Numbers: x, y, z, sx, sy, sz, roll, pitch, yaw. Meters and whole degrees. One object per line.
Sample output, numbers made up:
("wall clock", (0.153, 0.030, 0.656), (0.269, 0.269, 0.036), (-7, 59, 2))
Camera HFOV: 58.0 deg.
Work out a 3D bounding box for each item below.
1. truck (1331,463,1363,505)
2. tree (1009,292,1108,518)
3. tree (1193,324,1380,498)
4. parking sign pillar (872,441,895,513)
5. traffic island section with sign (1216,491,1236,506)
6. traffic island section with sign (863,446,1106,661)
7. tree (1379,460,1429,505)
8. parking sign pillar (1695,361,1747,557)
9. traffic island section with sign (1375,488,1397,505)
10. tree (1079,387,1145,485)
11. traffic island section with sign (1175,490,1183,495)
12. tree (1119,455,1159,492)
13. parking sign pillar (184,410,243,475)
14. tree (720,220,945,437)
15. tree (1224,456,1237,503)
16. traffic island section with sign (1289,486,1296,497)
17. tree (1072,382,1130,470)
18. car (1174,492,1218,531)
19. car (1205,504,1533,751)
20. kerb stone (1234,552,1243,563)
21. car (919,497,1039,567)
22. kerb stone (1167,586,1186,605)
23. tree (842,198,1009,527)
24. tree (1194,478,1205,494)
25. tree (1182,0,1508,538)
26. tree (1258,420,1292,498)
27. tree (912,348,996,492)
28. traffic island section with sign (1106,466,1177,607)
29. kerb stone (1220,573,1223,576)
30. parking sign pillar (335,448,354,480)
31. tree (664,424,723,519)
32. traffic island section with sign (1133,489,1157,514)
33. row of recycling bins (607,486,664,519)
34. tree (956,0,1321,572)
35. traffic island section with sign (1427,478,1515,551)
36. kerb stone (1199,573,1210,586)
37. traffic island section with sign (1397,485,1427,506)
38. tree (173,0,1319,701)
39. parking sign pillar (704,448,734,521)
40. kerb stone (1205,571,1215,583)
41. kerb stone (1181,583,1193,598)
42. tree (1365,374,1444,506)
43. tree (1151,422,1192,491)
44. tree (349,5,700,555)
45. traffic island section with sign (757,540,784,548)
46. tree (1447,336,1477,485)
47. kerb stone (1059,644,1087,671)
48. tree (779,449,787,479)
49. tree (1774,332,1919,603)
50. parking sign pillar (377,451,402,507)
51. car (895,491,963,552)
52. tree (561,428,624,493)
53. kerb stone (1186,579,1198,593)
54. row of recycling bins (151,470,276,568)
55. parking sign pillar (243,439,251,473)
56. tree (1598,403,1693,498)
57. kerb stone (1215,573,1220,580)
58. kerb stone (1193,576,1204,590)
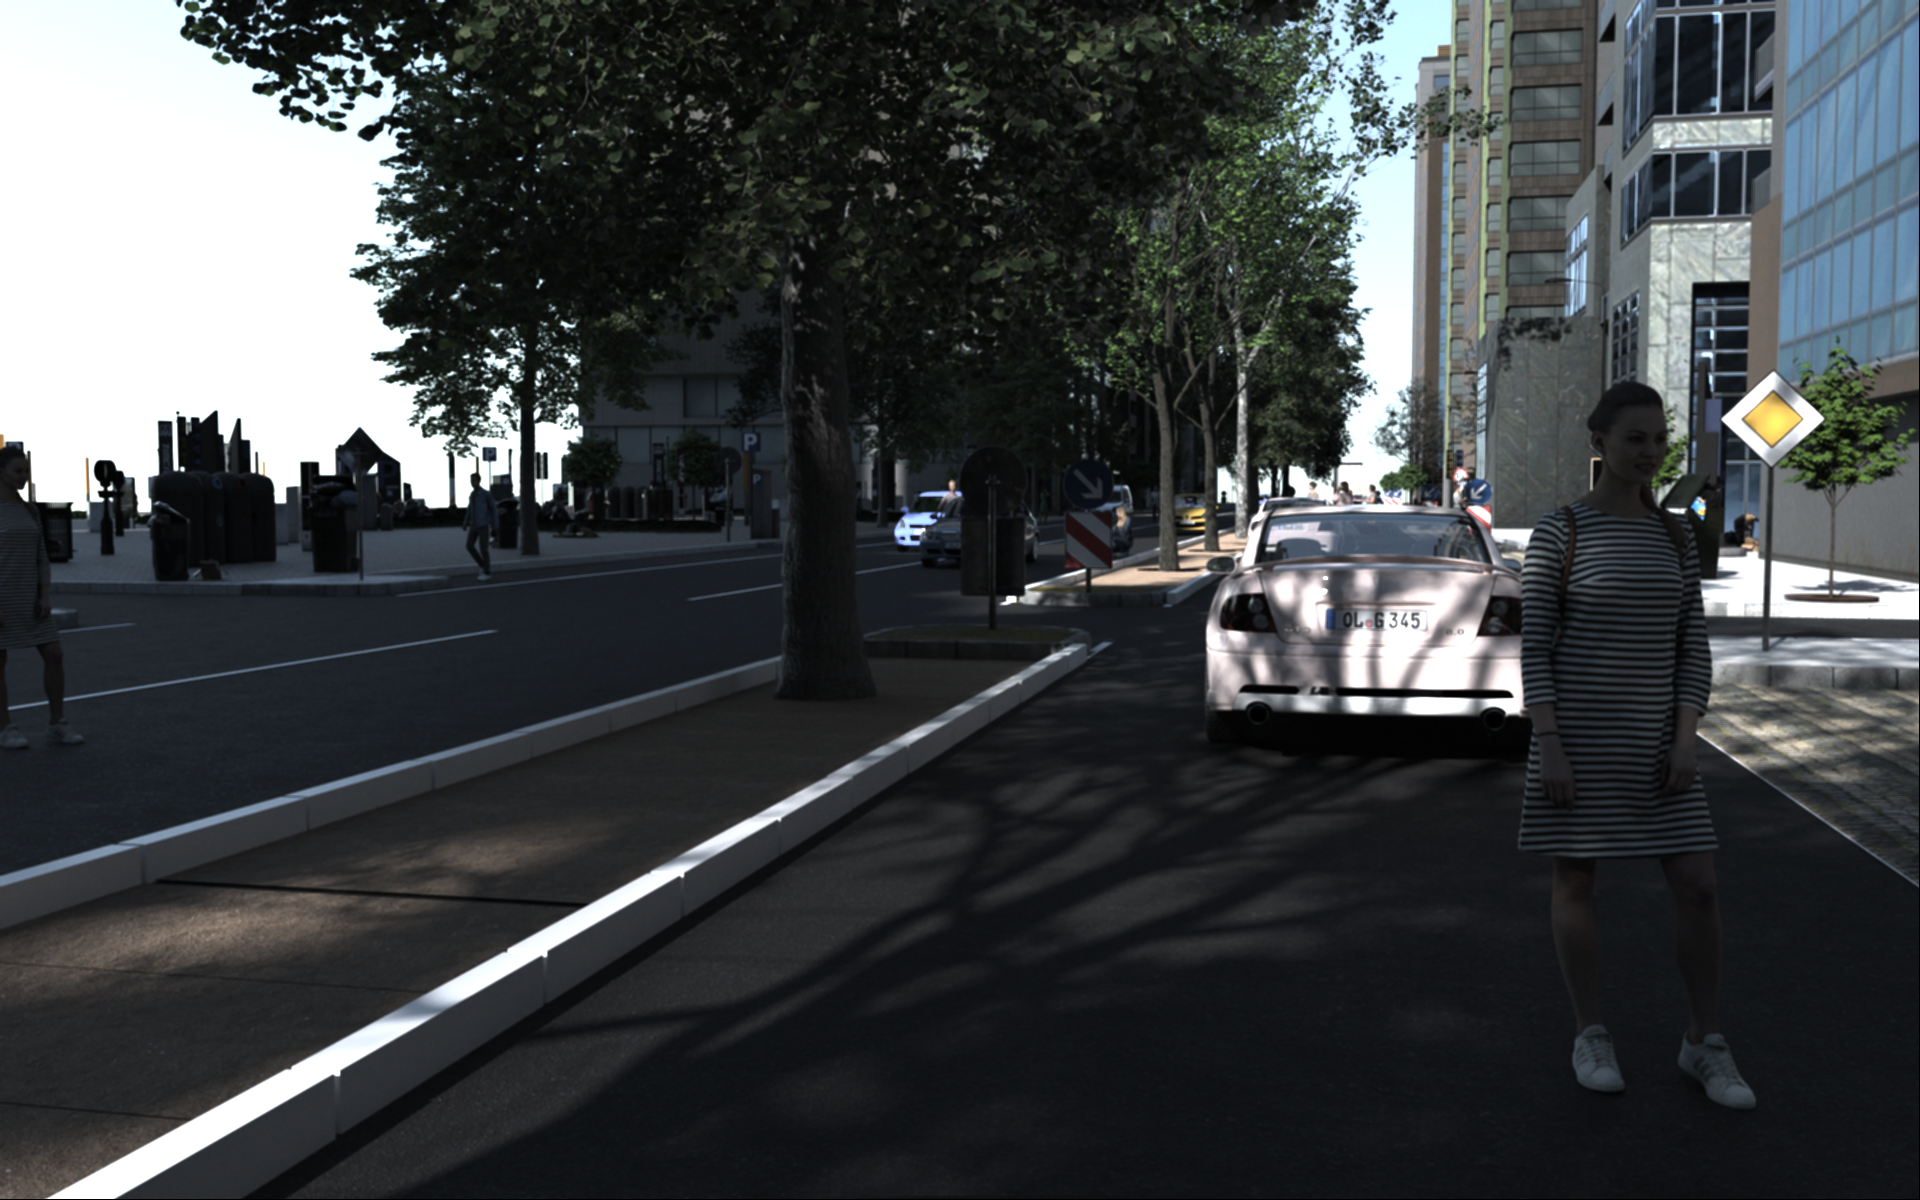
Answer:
("truck", (35.692, -10.435, 159.531), (2.839, 4.237, 11.283), (1, 4, 12))
("tree", (4.101, -10.709, 93.222), (7.486, 12.596, 7.792), (0, 3, 0))
("tree", (17.431, -10.575, 92.373), (9.611, 12.733, 9.660), (0, 3, 0))
("parking sign pillar", (-3.845, -6.029, 87.048), (1.447, 3.967, 1.447), (3, 5, 40))
("traffic island section with sign", (31.038, -11.914, 203.427), (1.989, 1.847, 2.006), (1, 4, 13))
("traffic island section with sign", (0.173, -0.472, 15.853), (2.006, 1.907, 1.989), (1, 4, 13))
("tree", (42.401, -10.963, 162.958), (4.285, 4.588, 4.351), (0, 3, 0))
("parking sign pillar", (15.518, -2.893, 35.778), (1.447, 3.967, 1.447), (2, 4, 31))
("traffic island section with sign", (35.837, -8.367, 145.434), (1.989, 1.847, 2.006), (1, 4, 13))
("tree", (10.396, -10.367, 119.860), (4.737, 8.622, 4.395), (0, 3, 0))
("traffic island section with sign", (18.919, -8.623, 149.609), (1.989, 1.847, 2.006), (1, 4, 13))
("tree", (15.064, -9.896, 145.519), (4.285, 4.588, 4.351), (0, 3, 0))
("parking sign pillar", (-24.369, -4.124, 55.902), (1.447, 3.967, 1.447), (1, 4, 18))
("tree", (-4.384, -7.470, 56.554), (7.601, 10.594, 8.767), (1, 4, 21))
("tree", (39.948, -18.468, 252.320), (4.360, 8.622, 3.978), (0, 3, 0))
("traffic island section with sign", (18.305, -5.398, 96.390), (2.006, 1.907, 1.989), (1, 4, 13))
("tree", (9.127, -10.078, 115.136), (4.360, 8.622, 3.978), (0, 3, 0))
("car", (8.202, -3.147, 61.677), (2.015, 1.641, 3.980), (1, 4, 11))
("car", (2.600, 0.073, 11.162), (2.083, 1.381, 4.827), (1, 4, 12))
("kerb stone", (5.995, -0.901, 36.925), (0.120, 0.150, 1.000), (1, 4, 13))
("car", (0.468, -1.430, 35.389), (2.014, 1.417, 4.499), (1, 4, 13))
("kerb stone", (2.847, -0.045, 22.926), (0.120, 0.150, 1.000), (1, 4, 13))
("tree", (-3.228, -9.099, 66.901), (7.486, 12.596, 7.792), (0, 3, 0))
("tree", (28.670, -12.850, 204.691), (1.663, 3.219, 1.824), (0, 3, 0))
("tree", (10.085, -11.974, 54.120), (12.611, 20.169, 13.585), (0, 3, 0))
("tree", (15.493, -8.047, 84.392), (4.737, 8.622, 4.395), (0, 3, 0))
("tree", (-0.405, -8.329, 86.536), (4.737, 8.622, 4.395), (0, 3, 0))
("traffic island section with sign", (1.809, -0.914, 23.078), (2.006, 1.907, 1.989), (1, 4, 13))
("kerb stone", (4.417, -0.473, 29.938), (0.120, 0.150, 1.000), (1, 4, 13))
("parking sign pillar", (-35.839, -6.876, 100.897), (1.447, 3.967, 1.447), (1, 4, 12))
("tree", (-12.233, -5.889, 80.003), (4.285, 4.588, 4.351), (0, 3, 0))
("traffic island section with sign", (12.921, -6.992, 122.948), (1.989, 1.847, 2.006), (1, 4, 13))
("row of recycling bins", (-17.005, -5.131, 91.002), (3.534, 1.692, 1.069), (1, 4, 21))
("tree", (3.793, -6.342, 31.903), (9.928, 11.665, 9.643), (0, 3, 0))
("traffic island section with sign", (13.023, -2.169, 44.084), (1.989, 1.847, 2.006), (1, 4, 13))
("kerb stone", (3.743, -0.290, 26.937), (0.120, 0.150, 1.000), (1, 4, 13))
("traffic island section with sign", (18.939, -3.777, 70.384), (1.989, 1.847, 2.006), (1, 4, 13))
("tree", (-0.958, -6.274, 11.688), (9.857, 13.997, 8.962), (0, 3, 0))
("parking sign pillar", (-11.593, -5.793, 83.180), (1.447, 3.967, 1.447), (0, 4, 6))
("kerb stone", (3.975, -0.347, 27.937), (0.120, 0.150, 1.000), (1, 4, 13))
("kerb stone", (3.076, -0.103, 23.930), (0.120, 0.150, 1.000), (1, 4, 13))
("tree", (46.313, -16.302, 176.913), (12.009, 13.543, 11.850), (0, 3, 0))
("tree", (20.246, -13.106, 164.650), (4.360, 8.622, 3.978), (0, 3, 0))
("tree", (-8.740, -7.214, 36.080), (7.486, 12.596, 7.792), (0, 3, 0))
("traffic island section with sign", (-4.230, -2.334, 46.796), (1.989, 1.847, 2.006), (1, 4, 13))
("tree", (23.476, -7.724, 76.655), (4.360, 8.622, 3.978), (0, 3, 0))
("kerb stone", (0.918, 0.482, 14.371), (0.120, 0.150, 1.000), (1, 4, 13))
("tree", (-7.640, -6.416, 88.620), (4.285, 4.588, 4.351), (0, 3, 0))
("tree", (10.377, -1.601, 20.782), (1.663, 3.219, 1.824), (0, 3, 0))
("parking sign pillar", (-32.725, -6.779, 99.315), (1.447, 3.967, 1.447), (-1, 4, -20))
("car", (-0.452, -2.106, 44.016), (1.945, 1.707, 3.694), (1, 4, 14))
("tree", (-18.333, -6.265, 86.141), (4.285, 4.588, 4.351), (0, 3, 0))
("kerb stone", (3.289, -0.167, 24.930), (0.120, 0.150, 1.000), (1, 4, 13))
("row of recycling bins", (-13.649, -1.502, 31.671), (1.069, 1.692, 3.534), (0, 4, 4))
("parking sign pillar", (-25.684, -4.483, 61.765), (1.447, 3.967, 1.447), (-3, 4, -36))
("tree", (12.655, -2.291, 32.059), (1.663, 3.219, 1.824), (0, 3, 0))
("kerb stone", (4.200, -0.408, 28.934), (0.120, 0.150, 1.000), (1, 4, 13))
("kerb stone", (3.516, -0.229, 25.932), (0.120, 0.150, 1.000), (1, 4, 13))
